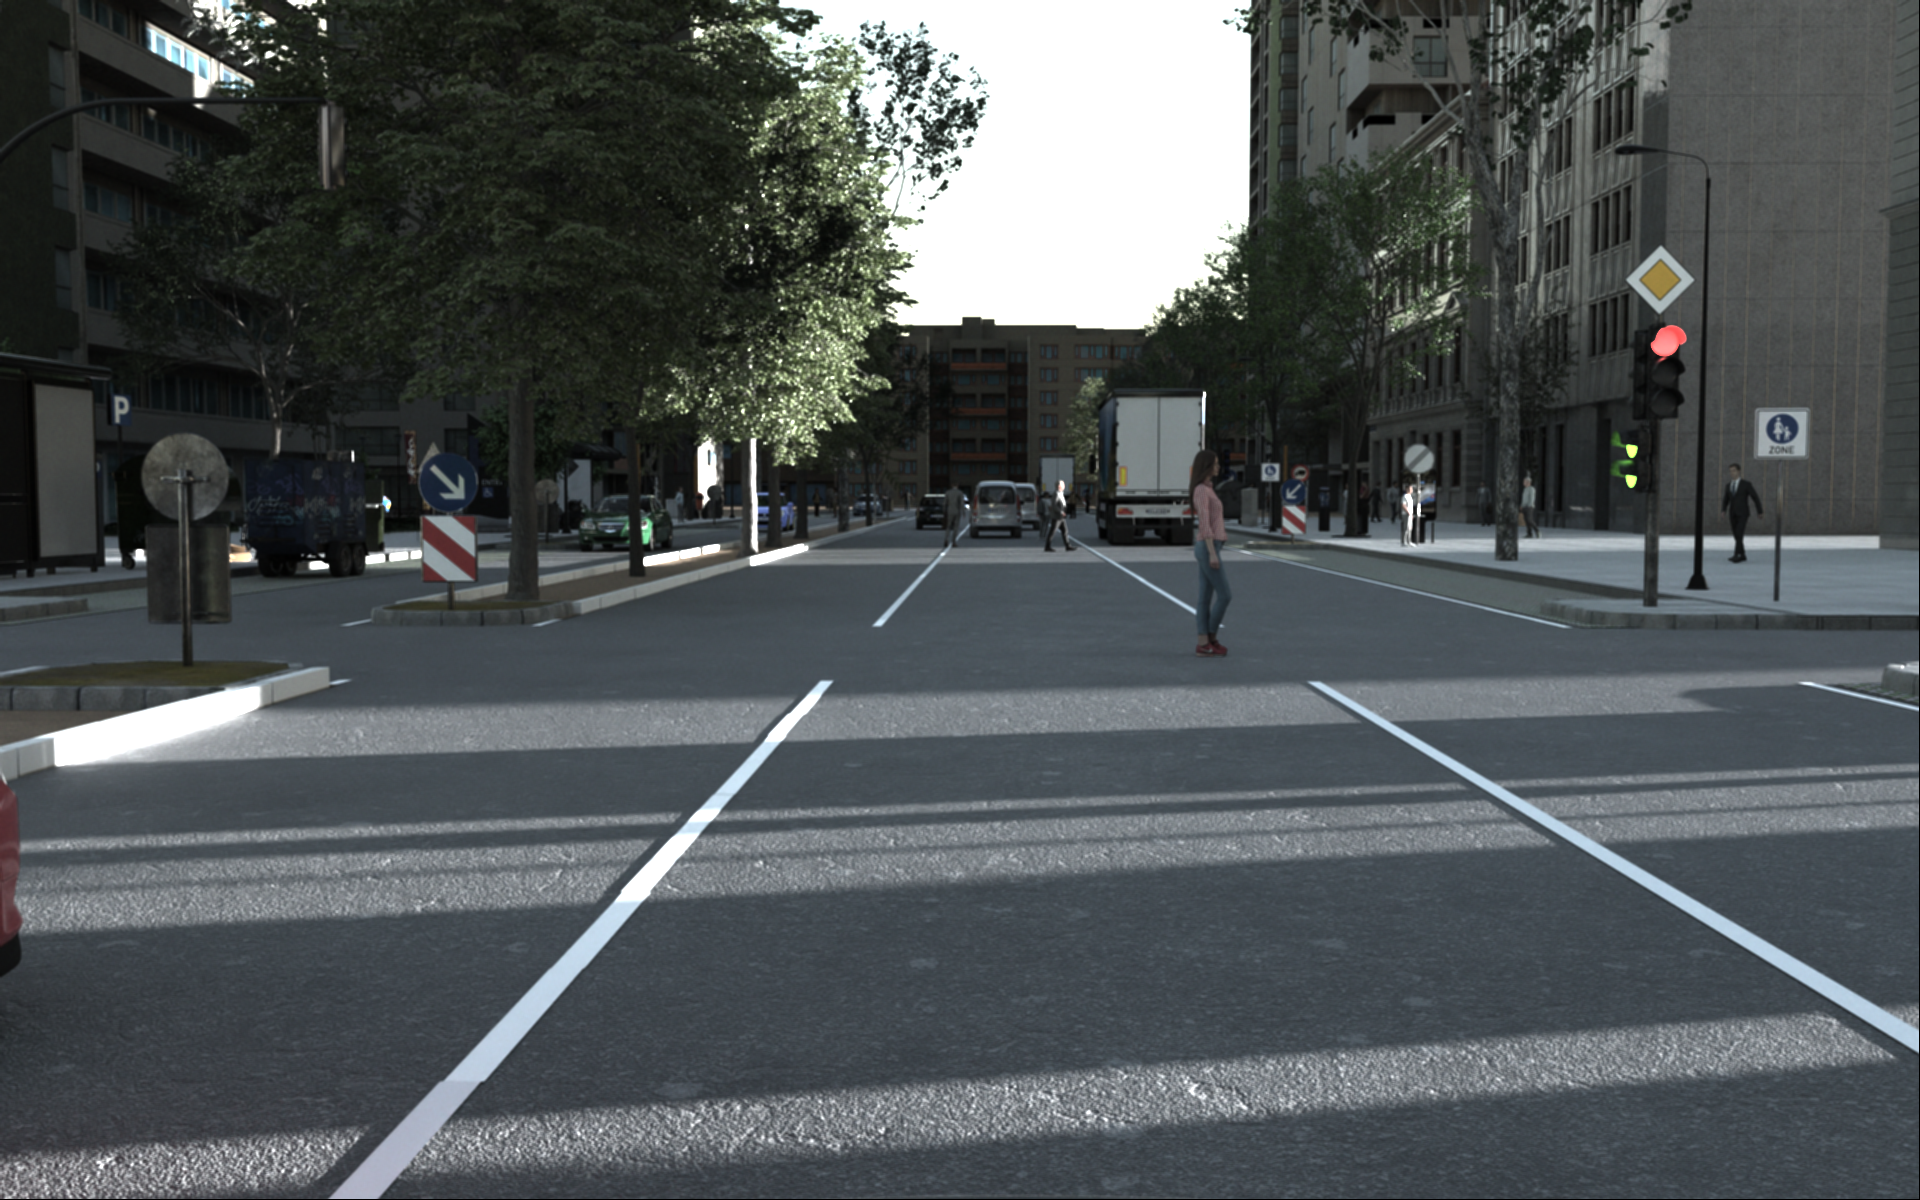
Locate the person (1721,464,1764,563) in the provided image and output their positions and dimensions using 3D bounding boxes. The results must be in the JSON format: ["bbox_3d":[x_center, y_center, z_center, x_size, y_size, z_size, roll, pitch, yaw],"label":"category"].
[{"bbox_3d":[14.542,-1.627,32.414,0.755,1.850,0.659,-2,4,-33],"label":"person"}]

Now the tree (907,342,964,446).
[{"bbox_3d":[-3.963,-8.520,76.178,8.767,10.594,7.601,0,4,1],"label":"tree"}]

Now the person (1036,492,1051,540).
[{"bbox_3d":[2.608,-2.612,53.794,0.503,1.515,0.523,0,4,0],"label":"person"}]

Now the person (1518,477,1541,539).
[{"bbox_3d":[16.460,-2.669,50.165,0.515,1.767,0.782,-1,4,-8],"label":"person"}]

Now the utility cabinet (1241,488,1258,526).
[{"bbox_3d":[11.417,-3.649,68.338,0.318,1.500,1.173,-1,4,-9],"label":"utility cabinet"}]

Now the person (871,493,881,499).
[{"bbox_3d":[-6.749,-7.770,135.528,1.348,1.826,0.705,-1,4,-18],"label":"person"}]

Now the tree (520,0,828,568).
[{"bbox_3d":[-4.826,-7.232,38.832,7.486,12.596,7.792,0,3,0],"label":"tree"}]

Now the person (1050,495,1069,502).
[{"bbox_3d":[6.202,-6.071,108.280,1.217,1.766,0.721,1,4,12],"label":"person"}]

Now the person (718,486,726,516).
[{"bbox_3d":[-14.340,-5.893,103.116,1.217,1.735,0.721,3,4,38],"label":"person"}]

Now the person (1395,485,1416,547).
[{"bbox_3d":[10.926,-2.059,42.308,0.523,1.515,0.503,0,4,-1],"label":"person"}]

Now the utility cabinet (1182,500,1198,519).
[{"bbox_3d":[11.544,-4.732,86.039,1.173,1.500,0.318,-3,5,-41],"label":"utility cabinet"}]

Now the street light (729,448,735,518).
[{"bbox_3d":[-11.561,-7.295,91.809,1.470,5.913,1.316,0,4,1],"label":"street light"}]

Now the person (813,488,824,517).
[{"bbox_3d":[-8.989,-6.151,109.158,0.705,1.812,1.348,2,4,24],"label":"person"}]

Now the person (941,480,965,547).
[{"bbox_3d":[-0.175,-2.351,47.060,0.709,1.813,0.853,1,4,14],"label":"person"}]

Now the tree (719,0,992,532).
[{"bbox_3d":[-5.592,-12.684,65.731,12.611,20.169,13.585,0,3,0],"label":"tree"}]

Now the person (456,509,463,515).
[{"bbox_3d":[-23.066,-4.452,79.398,0.524,1.755,0.480,-2,4,-28],"label":"person"}]

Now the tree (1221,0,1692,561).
[{"bbox_3d":[9.098,-10.816,32.727,12.611,20.169,13.585,0,3,0],"label":"tree"}]

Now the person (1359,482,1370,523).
[{"bbox_3d":[17.675,-4.255,75.587,0.573,1.828,0.580,-2,4,-30],"label":"person"}]

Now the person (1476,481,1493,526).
[{"bbox_3d":[20.981,-3.865,69.349,0.709,1.813,0.853,2,4,30],"label":"person"}]

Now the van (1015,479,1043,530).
[{"bbox_3d":[2.392,-3.839,69.771,2.013,2.044,4.112,0,4,1],"label":"van"}]

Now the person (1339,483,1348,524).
[{"bbox_3d":[16.392,-4.095,73.570,0.524,1.755,0.480,-3,5,-41],"label":"person"}]

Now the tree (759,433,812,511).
[{"bbox_3d":[-12.220,-12.636,132.355,9.928,11.665,9.643,0,3,0],"label":"tree"}]

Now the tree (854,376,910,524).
[{"bbox_3d":[-4.059,-7.975,83.208,4.737,8.622,4.395,0,3,0],"label":"tree"}]

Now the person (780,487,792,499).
[{"bbox_3d":[-13.681,-7.819,133.886,1.348,1.823,0.705,-1,4,-12],"label":"person"}]

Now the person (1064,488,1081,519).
[{"bbox_3d":[6.574,-5.656,101.073,1.348,1.812,0.705,3,5,40],"label":"person"}]

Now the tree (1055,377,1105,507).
[{"bbox_3d":[13.077,-15.296,168.220,7.486,12.596,7.792,0,3,0],"label":"tree"}]

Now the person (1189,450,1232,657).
[{"bbox_3d":[2.208,-0.413,15.268,0.388,1.821,0.555,0,4,-3],"label":"person"}]

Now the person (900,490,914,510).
[{"bbox_3d":[-4.695,-8.860,153.384,1.348,1.821,0.705,-2,4,-26],"label":"person"}]

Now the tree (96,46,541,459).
[{"bbox_3d":[-14.005,-6.183,35.501,7.601,10.594,8.767,1,4,9],"label":"tree"}]

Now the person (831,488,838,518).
[{"bbox_3d":[-7.653,-5.936,105.548,0.705,1.824,1.348,-1,4,-15],"label":"person"}]

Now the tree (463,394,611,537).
[{"bbox_3d":[-13.052,-4.179,52.036,4.285,4.588,4.351,0,3,0],"label":"tree"}]

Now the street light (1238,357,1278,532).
[{"bbox_3d":[10.142,-5.286,58.966,1.470,5.913,1.316,0,4,1],"label":"street light"}]

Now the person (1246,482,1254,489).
[{"bbox_3d":[12.593,-4.230,75.229,0.654,1.822,0.581,-3,5,-44],"label":"person"}]

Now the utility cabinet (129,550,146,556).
[{"bbox_3d":[-16.929,-1.525,36.103,0.306,1.237,1.020,1,4,14],"label":"utility cabinet"}]

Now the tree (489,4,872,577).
[{"bbox_3d":[-5.550,-5.695,29.989,8.767,10.594,7.601,0,4,1],"label":"tree"}]

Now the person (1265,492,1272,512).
[{"bbox_3d":[22.017,-6.993,123.633,1.065,1.426,0.557,-3,5,-42],"label":"person"}]

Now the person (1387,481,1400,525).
[{"bbox_3d":[18.075,-4.057,72.218,0.661,1.843,0.795,-1,4,-19],"label":"person"}]

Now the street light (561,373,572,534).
[{"bbox_3d":[-12.232,-5.105,56.016,1.470,5.913,1.316,0,4,1],"label":"street light"}]

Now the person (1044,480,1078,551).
[{"bbox_3d":[2.527,-2.101,43.253,0.834,1.777,0.661,0,4,6],"label":"person"}]

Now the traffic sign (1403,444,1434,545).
[{"bbox_3d":[11.629,-2.684,43.992,0.768,2.556,0.104,0,4,5],"label":"traffic sign"}]

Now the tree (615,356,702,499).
[{"bbox_3d":[-13.437,-7.737,76.868,4.737,8.622,4.395,0,3,0],"label":"tree"}]

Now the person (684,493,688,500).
[{"bbox_3d":[-20.770,-7.756,132.875,0.705,1.821,1.348,1,4,22],"label":"person"}]

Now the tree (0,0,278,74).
[{"bbox_3d":[-6.186,-5.755,6.926,12.009,13.543,11.850,0,3,0],"label":"tree"}]

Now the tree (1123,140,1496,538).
[{"bbox_3d":[11.777,-7.663,51.038,9.928,11.665,9.643,0,3,0],"label":"tree"}]

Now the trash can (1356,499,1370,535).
[{"bbox_3d":[12.411,-2.587,53.954,0.748,1.137,0.748,0,3,0],"label":"trash can"}]

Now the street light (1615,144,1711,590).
[{"bbox_3d":[9.399,-3.097,23.174,1.470,5.913,1.316,0,4,1],"label":"street light"}]

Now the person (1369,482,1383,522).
[{"bbox_3d":[19.025,-4.472,78.938,0.755,1.850,0.659,-1,4,-18],"label":"person"}]

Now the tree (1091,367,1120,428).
[{"bbox_3d":[12.118,-9.573,82.274,9.928,11.665,9.643,0,3,0],"label":"tree"}]

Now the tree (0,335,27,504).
[{"bbox_3d":[-19.779,-3.197,35.986,4.285,4.588,4.351,0,3,0],"label":"tree"}]

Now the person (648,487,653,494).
[{"bbox_3d":[-19.249,-6.154,107.379,0.721,1.735,1.217,1,4,21],"label":"person"}]

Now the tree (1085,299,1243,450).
[{"bbox_3d":[13.072,-12.089,108.026,12.009,13.543,11.850,0,3,0],"label":"tree"}]

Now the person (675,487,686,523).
[{"bbox_3d":[-12.276,-4.172,76.073,0.330,1.601,0.589,2,4,30],"label":"person"}]

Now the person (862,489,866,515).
[{"bbox_3d":[-6.572,-6.769,119.315,0.705,1.807,1.348,1,4,21],"label":"person"}]

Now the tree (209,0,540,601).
[{"bbox_3d":[-5.665,-6.211,22.128,7.486,12.596,7.792,0,3,0],"label":"tree"}]

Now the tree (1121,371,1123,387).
[{"bbox_3d":[11.799,-8.494,64.639,9.928,11.665,9.643,0,3,0],"label":"tree"}]

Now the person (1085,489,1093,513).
[{"bbox_3d":[9.722,-7.514,131.363,0.705,1.823,1.348,-1,4,-19],"label":"person"}]

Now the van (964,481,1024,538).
[{"bbox_3d":[1.165,-3.093,57.584,2.013,2.044,4.112,0,4,-1],"label":"van"}]

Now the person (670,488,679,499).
[{"bbox_3d":[-19.736,-6.938,120.267,1.217,1.735,0.721,3,5,41],"label":"person"}]
